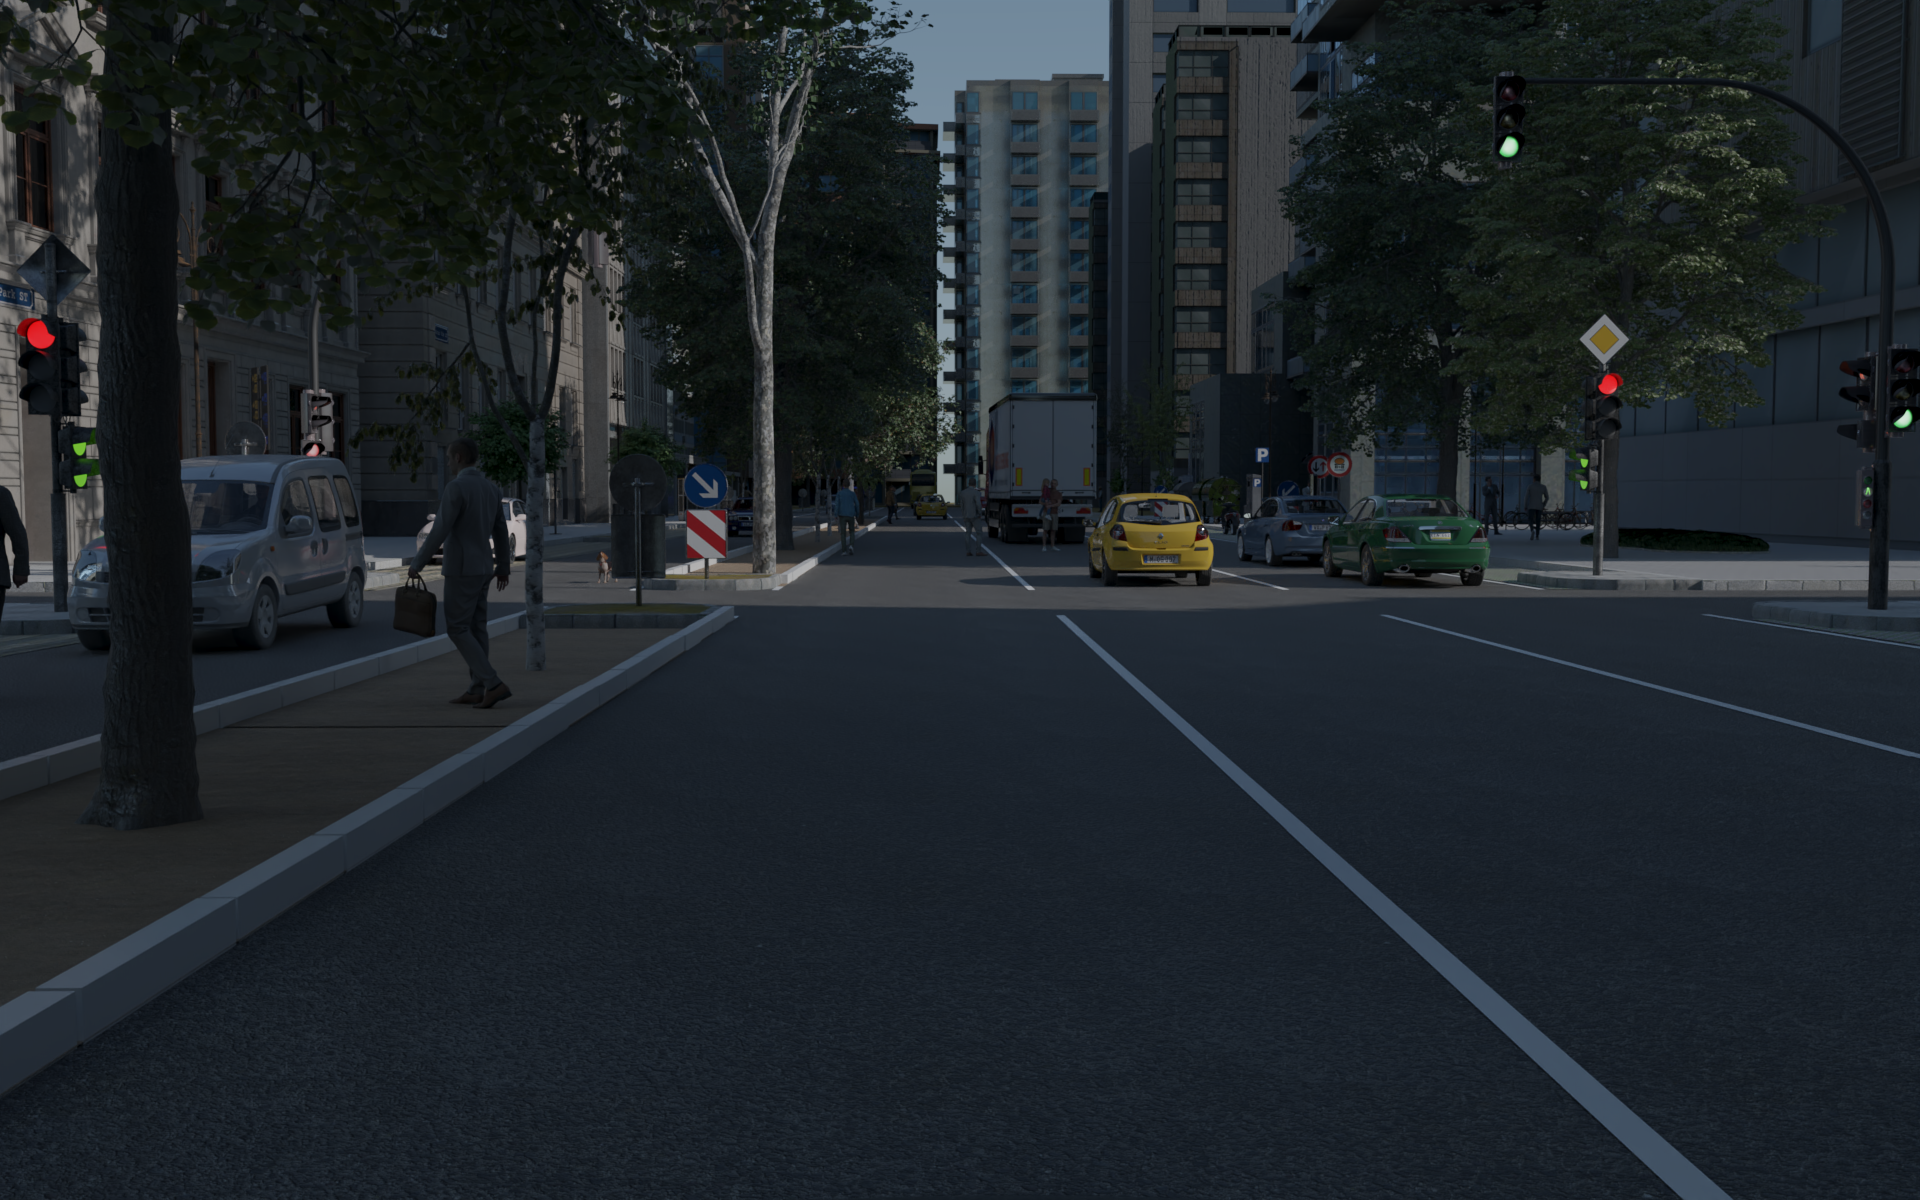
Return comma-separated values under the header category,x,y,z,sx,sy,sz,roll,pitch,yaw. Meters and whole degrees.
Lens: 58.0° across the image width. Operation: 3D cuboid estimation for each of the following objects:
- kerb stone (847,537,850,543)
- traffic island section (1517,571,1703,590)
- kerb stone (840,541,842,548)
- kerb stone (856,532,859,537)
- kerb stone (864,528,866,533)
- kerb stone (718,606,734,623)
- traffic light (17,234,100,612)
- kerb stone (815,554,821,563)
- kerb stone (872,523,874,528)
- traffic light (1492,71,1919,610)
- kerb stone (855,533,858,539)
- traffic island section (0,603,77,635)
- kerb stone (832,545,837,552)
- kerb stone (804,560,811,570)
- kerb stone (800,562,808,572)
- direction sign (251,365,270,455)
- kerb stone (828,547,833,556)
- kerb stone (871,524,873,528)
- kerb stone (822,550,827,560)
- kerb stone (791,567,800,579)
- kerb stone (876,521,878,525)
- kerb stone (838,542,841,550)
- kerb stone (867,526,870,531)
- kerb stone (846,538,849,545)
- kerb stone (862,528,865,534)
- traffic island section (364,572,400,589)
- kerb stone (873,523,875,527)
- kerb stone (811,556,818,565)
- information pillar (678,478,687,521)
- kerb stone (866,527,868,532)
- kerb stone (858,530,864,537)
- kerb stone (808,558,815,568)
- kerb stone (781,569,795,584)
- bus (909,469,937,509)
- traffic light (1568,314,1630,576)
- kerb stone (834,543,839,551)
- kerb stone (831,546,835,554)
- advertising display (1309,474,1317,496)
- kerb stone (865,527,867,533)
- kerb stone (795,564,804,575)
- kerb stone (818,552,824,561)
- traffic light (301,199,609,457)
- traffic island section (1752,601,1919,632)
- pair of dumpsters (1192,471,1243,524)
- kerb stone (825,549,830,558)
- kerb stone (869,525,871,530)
category,x,y,z,sx,sy,sz,roll,pitch,yaw
kerb stone,-3.230,-1.614,48.577,0.120,0.150,1.000,0,4,-1
traffic island section,10.061,-0.305,27.273,2.009,0.180,2.903,0,4,-1
kerb stone,-3.143,-1.360,44.449,0.120,0.150,1.000,0,4,-1
kerb stone,-3.344,-1.988,54.736,0.120,0.150,1.000,0,4,-1
kerb stone,-3.480,-2.366,60.880,0.120,0.150,1.000,0,4,-1
kerb stone,-2.639,0.176,19.347,0.120,0.150,1.000,0,4,-1
traffic light,-9.776,-1.825,18.760,0.839,4.253,0.868,0,4,-1
kerb stone,-2.960,-0.790,35.233,0.120,0.150,1.000,0,4,-1
kerb stone,-3.655,-2.930,70.103,0.120,0.150,1.000,0,4,-1
traffic light,8.091,-2.711,18.992,4.771,5.953,1.251,0,4,-1
kerb stone,-3.332,-1.927,53.705,0.120,0.150,1.000,0,4,-1
traffic island section,-9.816,0.207,18.894,2.009,0.180,2.903,0,4,-1
kerb stone,-3.081,-1.167,41.365,0.120,0.150,1.000,0,4,-1
kerb stone,-2.900,-0.605,32.154,0.120,0.150,1.000,0,4,-1
kerb stone,-2.877,-0.545,31.131,0.120,0.150,1.000,0,4,-1
direction sign,-12.437,-2.377,30.859,0.379,3.537,0.876,-3,4,-39
kerb stone,-3.035,-1.047,39.321,0.120,0.150,1.000,0,4,-1
kerb stone,-3.637,-2.868,69.081,0.120,0.150,1.000,0,4,-1
kerb stone,-2.998,-0.922,37.276,0.120,0.150,1.000,0,4,-1
kerb stone,-2.827,-0.422,29.087,0.120,0.150,1.000,0,4,-1
kerb stone,-3.762,-3.243,75.220,0.120,0.150,1.000,0,4,-1
kerb stone,-3.129,-1.299,43.427,0.120,0.150,1.000,0,4,-1
kerb stone,-3.553,-2.617,64.989,0.120,0.150,1.000,0,4,-1
kerb stone,-3.204,-1.549,47.542,0.120,0.150,1.000,0,4,-1
kerb stone,-3.447,-2.301,59.858,0.120,0.150,1.000,0,4,-1
traffic island section,-9.976,-0.281,26.877,2.009,0.180,2.903,0,4,-1
kerb stone,-3.679,-2.993,71.125,0.120,0.150,1.000,0,4,-1
kerb stone,-2.940,-0.730,34.209,0.120,0.150,1.000,0,4,-1
information pillar,-13.084,-4.724,81.724,0.304,2.012,0.304,2,4,26
kerb stone,-3.511,-2.490,62.929,0.120,0.150,1.000,0,4,-1
kerb stone,-3.429,-2.239,58.836,0.120,0.150,1.000,0,4,-1
kerb stone,-2.920,-0.672,33.180,0.120,0.150,1.000,0,4,-1
kerb stone,-2.813,-0.359,28.063,0.120,0.150,1.000,0,4,-1
bus,-3.672,-11.059,172.361,2.896,3.916,12.252,0,4,-1
traffic light,10.021,-2.339,27.158,0.839,4.253,0.868,0,4,-1
kerb stone,-3.101,-1.233,42.398,0.120,0.150,1.000,0,4,-1
kerb stone,-3.064,-1.106,40.343,0.120,0.150,1.000,0,4,-1
advertising display,11.332,-3.081,55.588,0.123,1.923,0.974,0,4,4
kerb stone,-3.486,-2.429,61.902,0.120,0.150,1.000,0,4,-1
kerb stone,-2.856,-0.484,30.109,0.120,0.150,1.000,0,4,-1
kerb stone,-2.980,-0.858,36.255,0.120,0.150,1.000,0,4,-1
traffic light,-7.846,-3.190,26.820,4.771,5.953,1.251,0,4,-1
traffic island section,10.221,0.183,19.289,2.009,0.180,2.903,0,4,-1
pair of dumpsters,11.187,-4.450,75.252,1.574,2.255,4.437,0,4,-1
kerb stone,-3.015,-0.981,38.299,0.120,0.150,1.000,0,4,-1
kerb stone,-3.579,-2.680,66.011,0.120,0.150,1.000,0,4,-1
